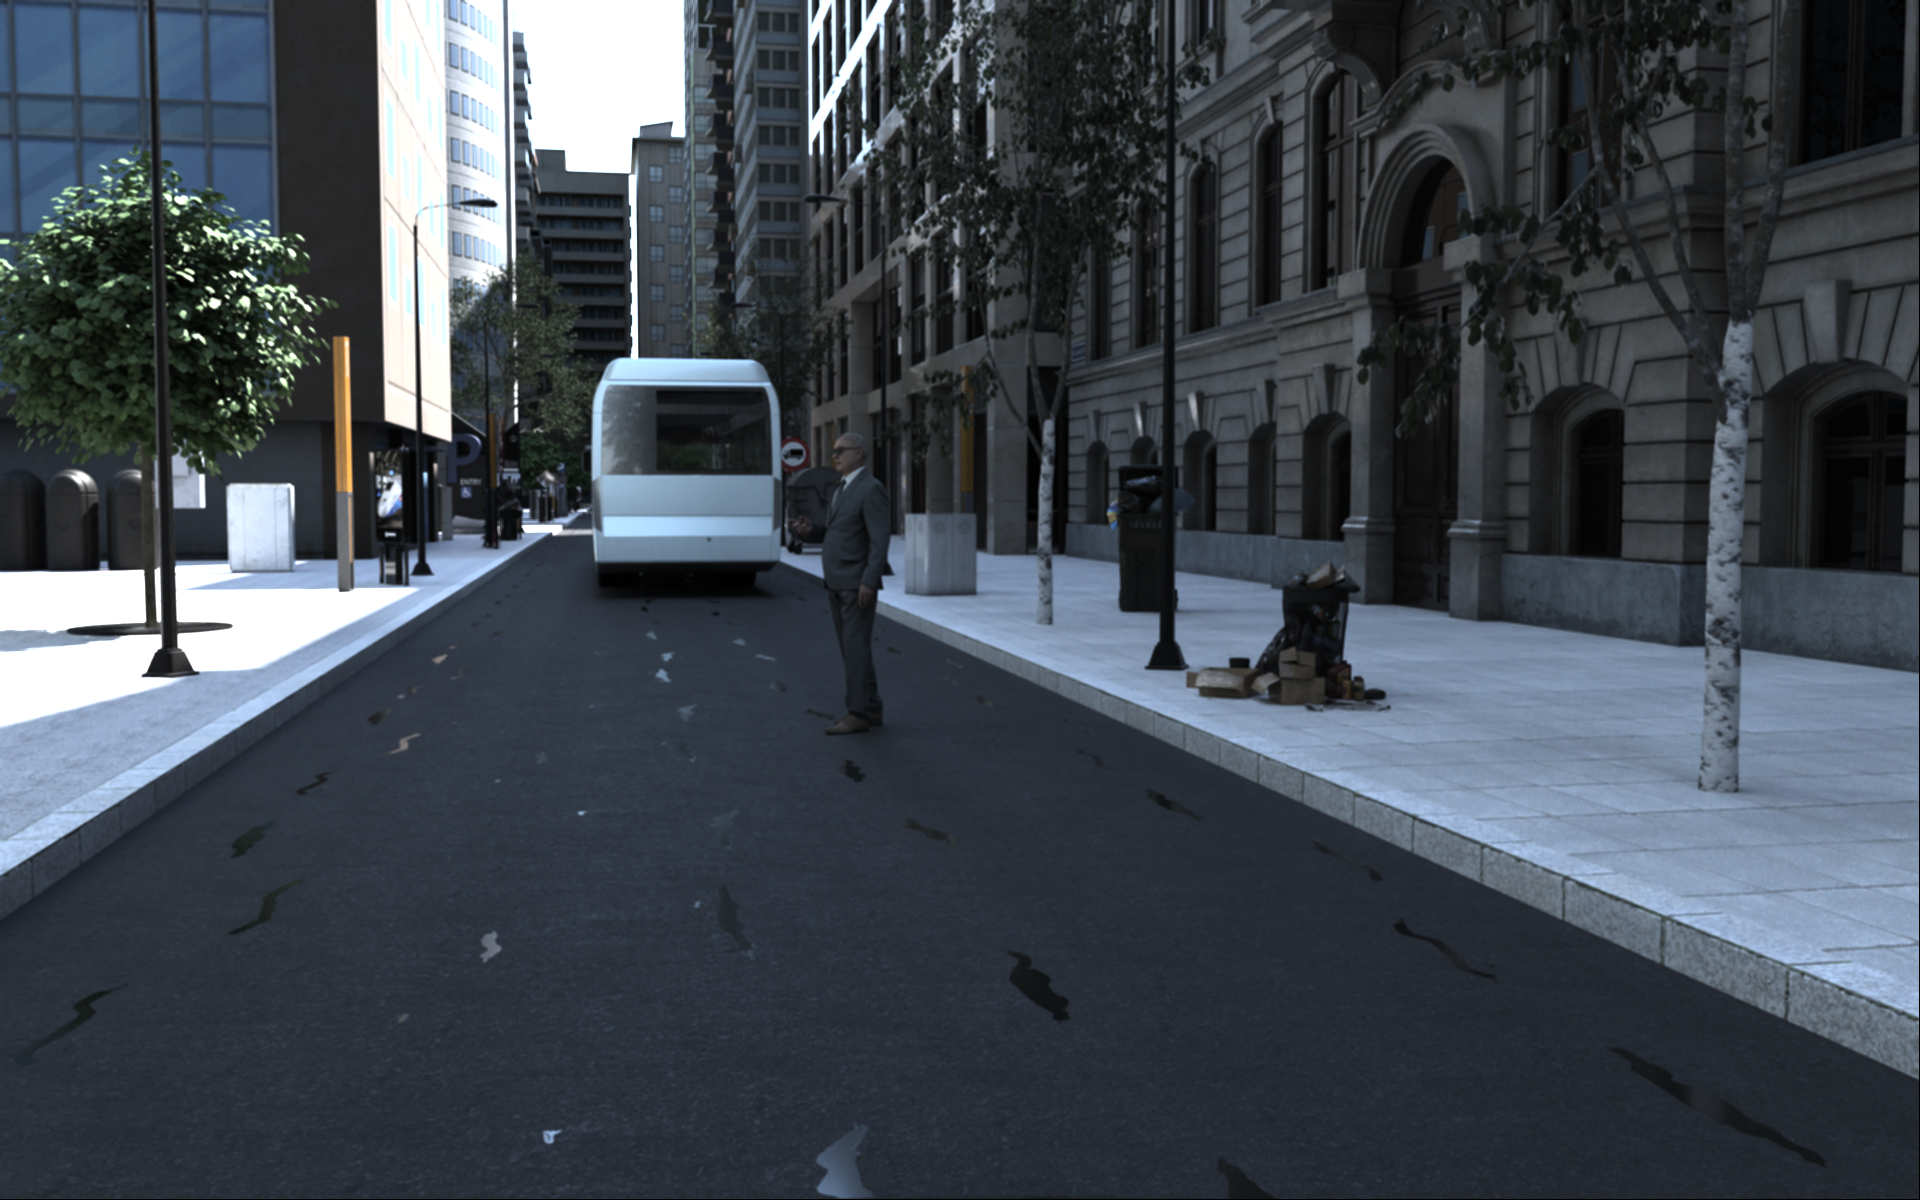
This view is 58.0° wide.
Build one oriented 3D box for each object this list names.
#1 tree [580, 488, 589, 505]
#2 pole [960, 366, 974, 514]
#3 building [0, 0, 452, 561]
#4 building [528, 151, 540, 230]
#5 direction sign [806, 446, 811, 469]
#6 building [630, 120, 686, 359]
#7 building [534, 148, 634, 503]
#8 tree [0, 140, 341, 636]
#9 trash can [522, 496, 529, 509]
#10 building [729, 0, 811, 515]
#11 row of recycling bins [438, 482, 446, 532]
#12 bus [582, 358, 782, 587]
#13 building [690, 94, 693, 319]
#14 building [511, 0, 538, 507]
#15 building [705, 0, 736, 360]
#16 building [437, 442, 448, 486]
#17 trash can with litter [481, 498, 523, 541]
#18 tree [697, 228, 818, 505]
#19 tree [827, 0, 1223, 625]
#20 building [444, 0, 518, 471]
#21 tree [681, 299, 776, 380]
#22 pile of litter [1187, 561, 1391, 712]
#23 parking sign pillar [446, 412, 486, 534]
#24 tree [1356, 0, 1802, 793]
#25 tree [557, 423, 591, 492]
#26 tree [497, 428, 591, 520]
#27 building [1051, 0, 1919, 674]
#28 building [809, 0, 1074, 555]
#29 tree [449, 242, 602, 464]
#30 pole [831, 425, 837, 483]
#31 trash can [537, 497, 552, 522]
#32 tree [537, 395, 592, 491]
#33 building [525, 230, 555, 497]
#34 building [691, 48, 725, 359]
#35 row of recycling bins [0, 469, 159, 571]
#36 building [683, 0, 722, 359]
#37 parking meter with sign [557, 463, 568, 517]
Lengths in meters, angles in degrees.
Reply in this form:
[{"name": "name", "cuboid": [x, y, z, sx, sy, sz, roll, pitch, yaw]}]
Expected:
[{"name": "tree", "cuboid": [-45.816, -13.172, 209.962, 1.663, 3.219, 1.824, 0, 3, 0]}, {"name": "pole", "cuboid": [0.113, -2.066, 27.628, 0.158, 3.312, 0.155, 0, 3, 0]}, {"name": "building", "cuboid": [-19.300, -23.720, 37.932, 14.600, 45.320, 14.200, -1, 4, -11]}, {"name": "building", "cuboid": [-63.686, -33.847, 208.023, 28.867, 44.769, 22.147, -1, 4, -11]}, {"name": "direction sign", "cuboid": [-7.101, -5.524, 82.308, 0.379, 3.537, 0.876, 1, 4, 20]}, {"name": "building", "cuboid": [-34.028, -40.647, 253.813, 27.495, 52.752, 28.713, -1, 4, -11]}, {"name": "building", "cuboid": [-57.363, -38.029, 245.467, 21.600, 48.544, 21.300, -1, 4, -11]}, {"name": "tree", "cuboid": [-7.559, -1.990, 16.258, 4.285, 4.588, 4.351, 0, 3, 0]}, {"name": "trash can", "cuboid": [-37.733, -8.488, 150.429, 0.748, 1.137, 0.748, 0, 3, 0]}, {"name": "building", "cuboid": [-0.865, -25.043, 101.342, 23.993, 40.220, 32.217, -1, 4, -11]}, {"name": "row of recycling bins", "cuboid": [-18.940, -3.134, 58.355, 3.534, 1.692, 1.069, 0, 4, 7]}, {"name": "bus", "cuboid": [-5.081, -2.154, 30.079, 2.948, 3.499, 13.247, -1, 4, -12]}, {"name": "building", "cuboid": [-20.256, -32.300, 178.208, 14.600, 45.320, 14.200, -1, 4, -11]}, {"name": "building", "cuboid": [-51.720, -33.233, 162.974, 23.786, 49.044, 30.456, -1, 4, -11]}, {"name": "building", "cuboid": [-8.310, -29.392, 135.191, 22.147, 44.769, 28.867, -1, 4, -11]}, {"name": "building", "cuboid": [-34.996, -39.607, 85.824, 20.563, 71.187, 20.611, -1, 4, -11]}, {"name": "trash can with litter", "cuboid": [-12.596, -2.217, 47.628, 1.055, 1.170, 0.624, -3, 5, -42]}, {"name": "tree", "cuboid": [-4.873, -5.919, 47.133, 4.360, 8.622, 3.978, 0, 3, 0]}, {"name": "tree", "cuboid": [0.782, -4.079, 17.051, 4.360, 8.622, 3.978, 0, 3, 0]}, {"name": "building", "cuboid": [-42.242, -35.280, 118.826, 21.231, 58.520, 28.212, -1, 4, -11]}, {"name": "tree", "cuboid": [-8.703, -7.000, 64.819, 4.737, 8.622, 4.395, 0, 3, 0]}, {"name": "pile of litter", "cuboid": [2.062, 0.182, 10.982, 1.176, 0.858, 1.719, 0, 4, -5]}, {"name": "parking sign pillar", "cuboid": [-15.841, -4.116, 55.768, 1.447, 3.967, 1.447, 0, 4, 5]}, {"name": "tree", "cuboid": [3.196, -3.493, 7.469, 4.360, 8.622, 3.978, 0, 3, 0]}, {"name": "tree", "cuboid": [-36.729, -13.118, 164.840, 4.737, 8.622, 4.395, 0, 3, 0]}, {"name": "tree", "cuboid": [-21.390, -6.280, 86.383, 4.285, 4.588, 4.351, 0, 3, 0]}, {"name": "building", "cuboid": [10.559, -12.250, 19.375, 14.460, 24.649, 34.723, -1, 4, -11]}, {"name": "building", "cuboid": [6.788, -15.261, 54.028, 19.350, 26.468, 34.151, -1, 4, -11]}, {"name": "tree", "cuboid": [-16.468, -7.891, 63.433, 7.601, 10.594, 8.767, -1, 4, -21]}, {"name": "pole", "cuboid": [-3.712, -3.497, 51.021, 0.158, 3.312, 0.155, 0, 3, 0]}, {"name": "trash can", "cuboid": [-19.312, -4.223, 80.703, 0.748, 1.137, 0.748, 0, 3, 0]}, {"name": "tree", "cuboid": [-26.678, -10.242, 117.822, 4.360, 8.622, 3.978, 0, 3, 0]}, {"name": "building", "cuboid": [-51.110, -25.372, 186.526, 14.160, 30.474, 14.107, -1, 4, -11]}, {"name": "building", "cuboid": [-18.292, -29.379, 163.938, 14.154, 41.232, 14.086, -1, 4, -11]}, {"name": "row of recycling bins", "cuboid": [-15.342, -1.349, 29.170, 3.534, 1.692, 1.069, 0, 4, -4]}, {"name": "building", "cuboid": [-25.737, -47.546, 215.622, 20.563, 71.187, 20.611, -1, 4, -11]}, {"name": "parking meter with sign", "cuboid": [-22.151, -6.128, 96.451, 0.543, 3.016, 1.738, 0, 4, -6]}]
